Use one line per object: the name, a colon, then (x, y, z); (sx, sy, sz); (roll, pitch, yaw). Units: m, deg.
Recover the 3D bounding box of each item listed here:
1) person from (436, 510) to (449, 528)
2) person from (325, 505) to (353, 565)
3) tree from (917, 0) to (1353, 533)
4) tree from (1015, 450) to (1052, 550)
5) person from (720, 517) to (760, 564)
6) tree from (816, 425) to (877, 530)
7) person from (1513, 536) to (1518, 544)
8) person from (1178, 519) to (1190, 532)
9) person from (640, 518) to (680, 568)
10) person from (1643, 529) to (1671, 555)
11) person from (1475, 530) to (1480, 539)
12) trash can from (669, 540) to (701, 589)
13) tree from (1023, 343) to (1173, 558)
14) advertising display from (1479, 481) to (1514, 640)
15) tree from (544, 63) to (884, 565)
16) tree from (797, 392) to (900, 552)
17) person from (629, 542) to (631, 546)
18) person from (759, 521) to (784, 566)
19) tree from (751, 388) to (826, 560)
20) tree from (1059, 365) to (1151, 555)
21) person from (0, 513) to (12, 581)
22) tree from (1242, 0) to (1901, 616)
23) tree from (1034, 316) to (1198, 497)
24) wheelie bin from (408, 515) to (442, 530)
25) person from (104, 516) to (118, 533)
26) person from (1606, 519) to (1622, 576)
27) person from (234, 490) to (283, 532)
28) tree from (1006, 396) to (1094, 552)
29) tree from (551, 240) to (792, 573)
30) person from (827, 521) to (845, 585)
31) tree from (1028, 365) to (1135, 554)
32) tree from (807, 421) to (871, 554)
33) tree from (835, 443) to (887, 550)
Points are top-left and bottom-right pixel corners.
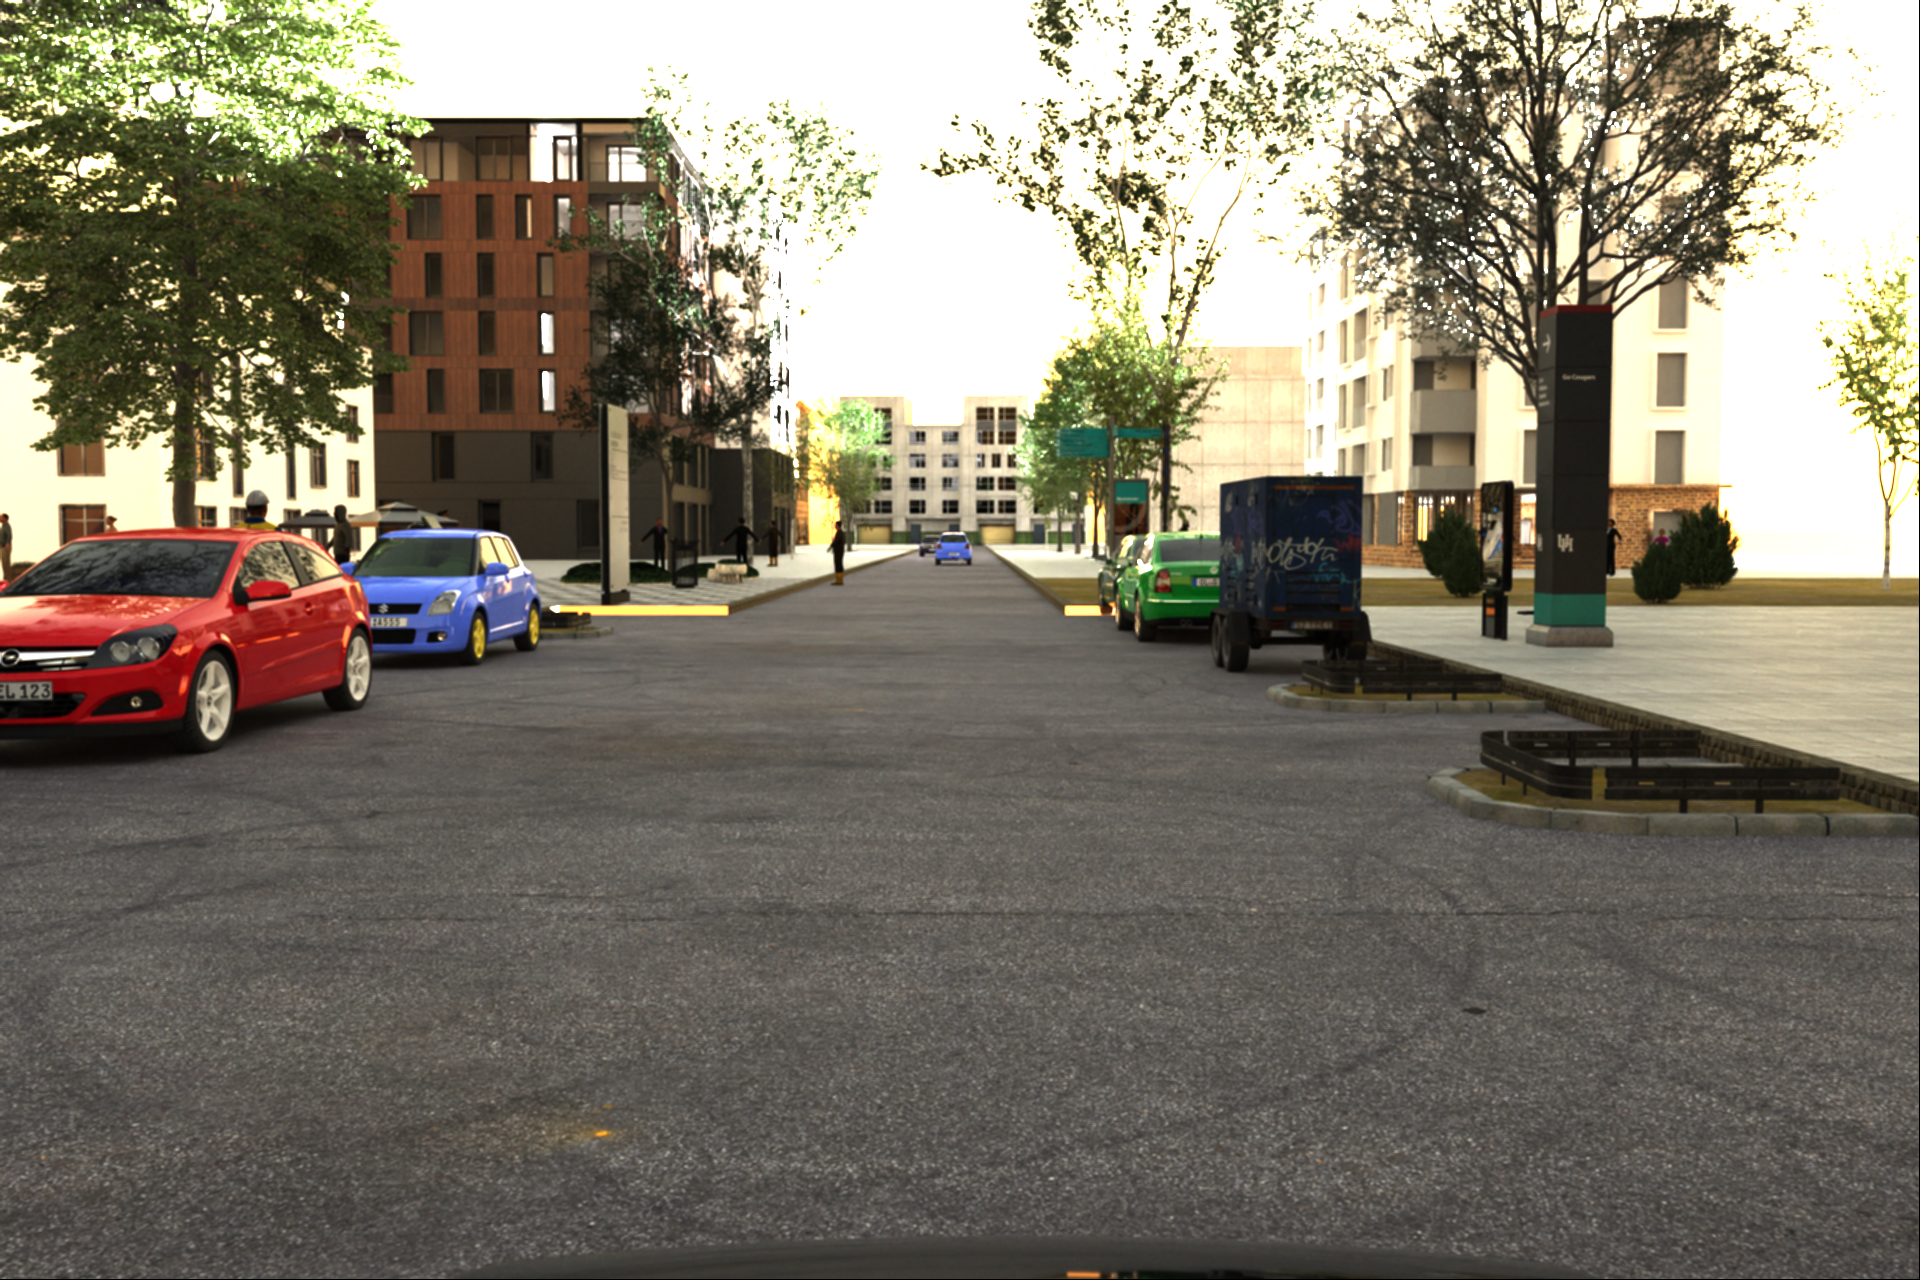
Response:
person: (-11.843, -2.071, 39.791); (0.705, 1.837, 1.347); (0, 4, -7)
person: (-11.217, -1.542, 31.348); (0.705, 1.813, 1.348); (-3, 4, -36)
tree: (5.429, -12.254, 56.245); (12.611, 20.169, 13.585); (0, 3, 0)
tree: (6.571, -11.328, 135.571); (4.737, 8.622, 4.395); (0, 3, 0)
person: (-6.871, -2.950, 54.423); (1.347, 1.806, 0.705); (-2, 4, -32)
tree: (-7.842, -10.278, 118.402); (4.737, 8.622, 4.395); (0, 3, 0)
person: (18.319, -3.199, 58.770); (1.216, 1.772, 0.721); (0, 4, 6)
person: (8.699, -3.725, 66.682); (0.705, 1.856, 1.354); (2, 4, 25)
person: (-9.885, -3.106, 57.013); (1.346, 1.802, 0.704); (-1, 4, -19)
person: (19.462, -2.370, 48.020); (0.991, 1.433, 0.599); (2, 4, 30)
person: (17.338, -3.104, 56.893); (1.345, 1.843, 0.704); (-1, 4, -18)
trash can: (-6.505, -1.791, 40.937); (0.748, 1.137, 0.748); (0, 3, 0)
tree: (7.368, -10.143, 91.591); (9.928, 11.665, 9.643); (0, 3, 0)
advertising display: (6.593, -0.985, 21.314); (0.123, 1.923, 0.974); (0, 4, 1)
tree: (-9.992, -13.178, 71.348); (12.611, 20.169, 13.585); (0, 3, 0)
tree: (-8.114, -12.263, 126.251); (9.928, 11.665, 9.643); (0, 3, 0)
person: (-11.549, -3.186, 58.274); (1.347, 1.806, 0.705); (3, 5, 44)
person: (-7.470, -3.849, 69.061); (0.704, 1.812, 1.346); (3, 5, 42)
tree: (-8.353, -8.327, 86.502); (4.360, 8.622, 3.978); (0, 3, 0)
tree: (6.352, -7.624, 75.015); (4.360, 8.622, 3.978); (0, 3, 0)
person: (-23.858, -2.261, 43.237); (0.705, 1.796, 1.348); (-3, 5, -42)
tree: (9.392, -7.149, 27.263); (12.009, 13.543, 11.850); (0, 3, 0)
tree: (7.330, -9.523, 81.457); (9.928, 11.665, 9.643); (0, 3, 0)
wheelie bin: (-9.071, -1.324, 29.558); (0.693, 1.594, 0.980); (0, 4, 0)
person: (-21.075, -2.204, 42.833); (1.217, 1.733, 0.721); (3, 4, 39)
person: (19.801, -2.825, 52.916); (0.721, 1.740, 1.216); (-1, 4, -20)
person: (-6.373, -0.450, 15.786); (1.349, 1.833, 0.705); (0, 4, 0)
tree: (7.206, -12.019, 122.265); (9.928, 11.665, 9.643); (0, 3, 0)
tree: (-8.919, -7.335, 54.332); (8.767, 10.594, 7.601); (1, 4, 19)
person: (-3.449, -2.456, 48.755); (0.704, 1.812, 1.346); (1, 4, 13)
tree: (7.874, -11.740, 110.079); (7.486, 12.596, 7.792); (0, 3, 0)
tree: (-8.403, -9.835, 111.171); (4.360, 8.622, 3.978); (0, 3, 0)
tree: (-8.428, -11.422, 137.118); (4.360, 8.622, 3.978); (0, 3, 0)
